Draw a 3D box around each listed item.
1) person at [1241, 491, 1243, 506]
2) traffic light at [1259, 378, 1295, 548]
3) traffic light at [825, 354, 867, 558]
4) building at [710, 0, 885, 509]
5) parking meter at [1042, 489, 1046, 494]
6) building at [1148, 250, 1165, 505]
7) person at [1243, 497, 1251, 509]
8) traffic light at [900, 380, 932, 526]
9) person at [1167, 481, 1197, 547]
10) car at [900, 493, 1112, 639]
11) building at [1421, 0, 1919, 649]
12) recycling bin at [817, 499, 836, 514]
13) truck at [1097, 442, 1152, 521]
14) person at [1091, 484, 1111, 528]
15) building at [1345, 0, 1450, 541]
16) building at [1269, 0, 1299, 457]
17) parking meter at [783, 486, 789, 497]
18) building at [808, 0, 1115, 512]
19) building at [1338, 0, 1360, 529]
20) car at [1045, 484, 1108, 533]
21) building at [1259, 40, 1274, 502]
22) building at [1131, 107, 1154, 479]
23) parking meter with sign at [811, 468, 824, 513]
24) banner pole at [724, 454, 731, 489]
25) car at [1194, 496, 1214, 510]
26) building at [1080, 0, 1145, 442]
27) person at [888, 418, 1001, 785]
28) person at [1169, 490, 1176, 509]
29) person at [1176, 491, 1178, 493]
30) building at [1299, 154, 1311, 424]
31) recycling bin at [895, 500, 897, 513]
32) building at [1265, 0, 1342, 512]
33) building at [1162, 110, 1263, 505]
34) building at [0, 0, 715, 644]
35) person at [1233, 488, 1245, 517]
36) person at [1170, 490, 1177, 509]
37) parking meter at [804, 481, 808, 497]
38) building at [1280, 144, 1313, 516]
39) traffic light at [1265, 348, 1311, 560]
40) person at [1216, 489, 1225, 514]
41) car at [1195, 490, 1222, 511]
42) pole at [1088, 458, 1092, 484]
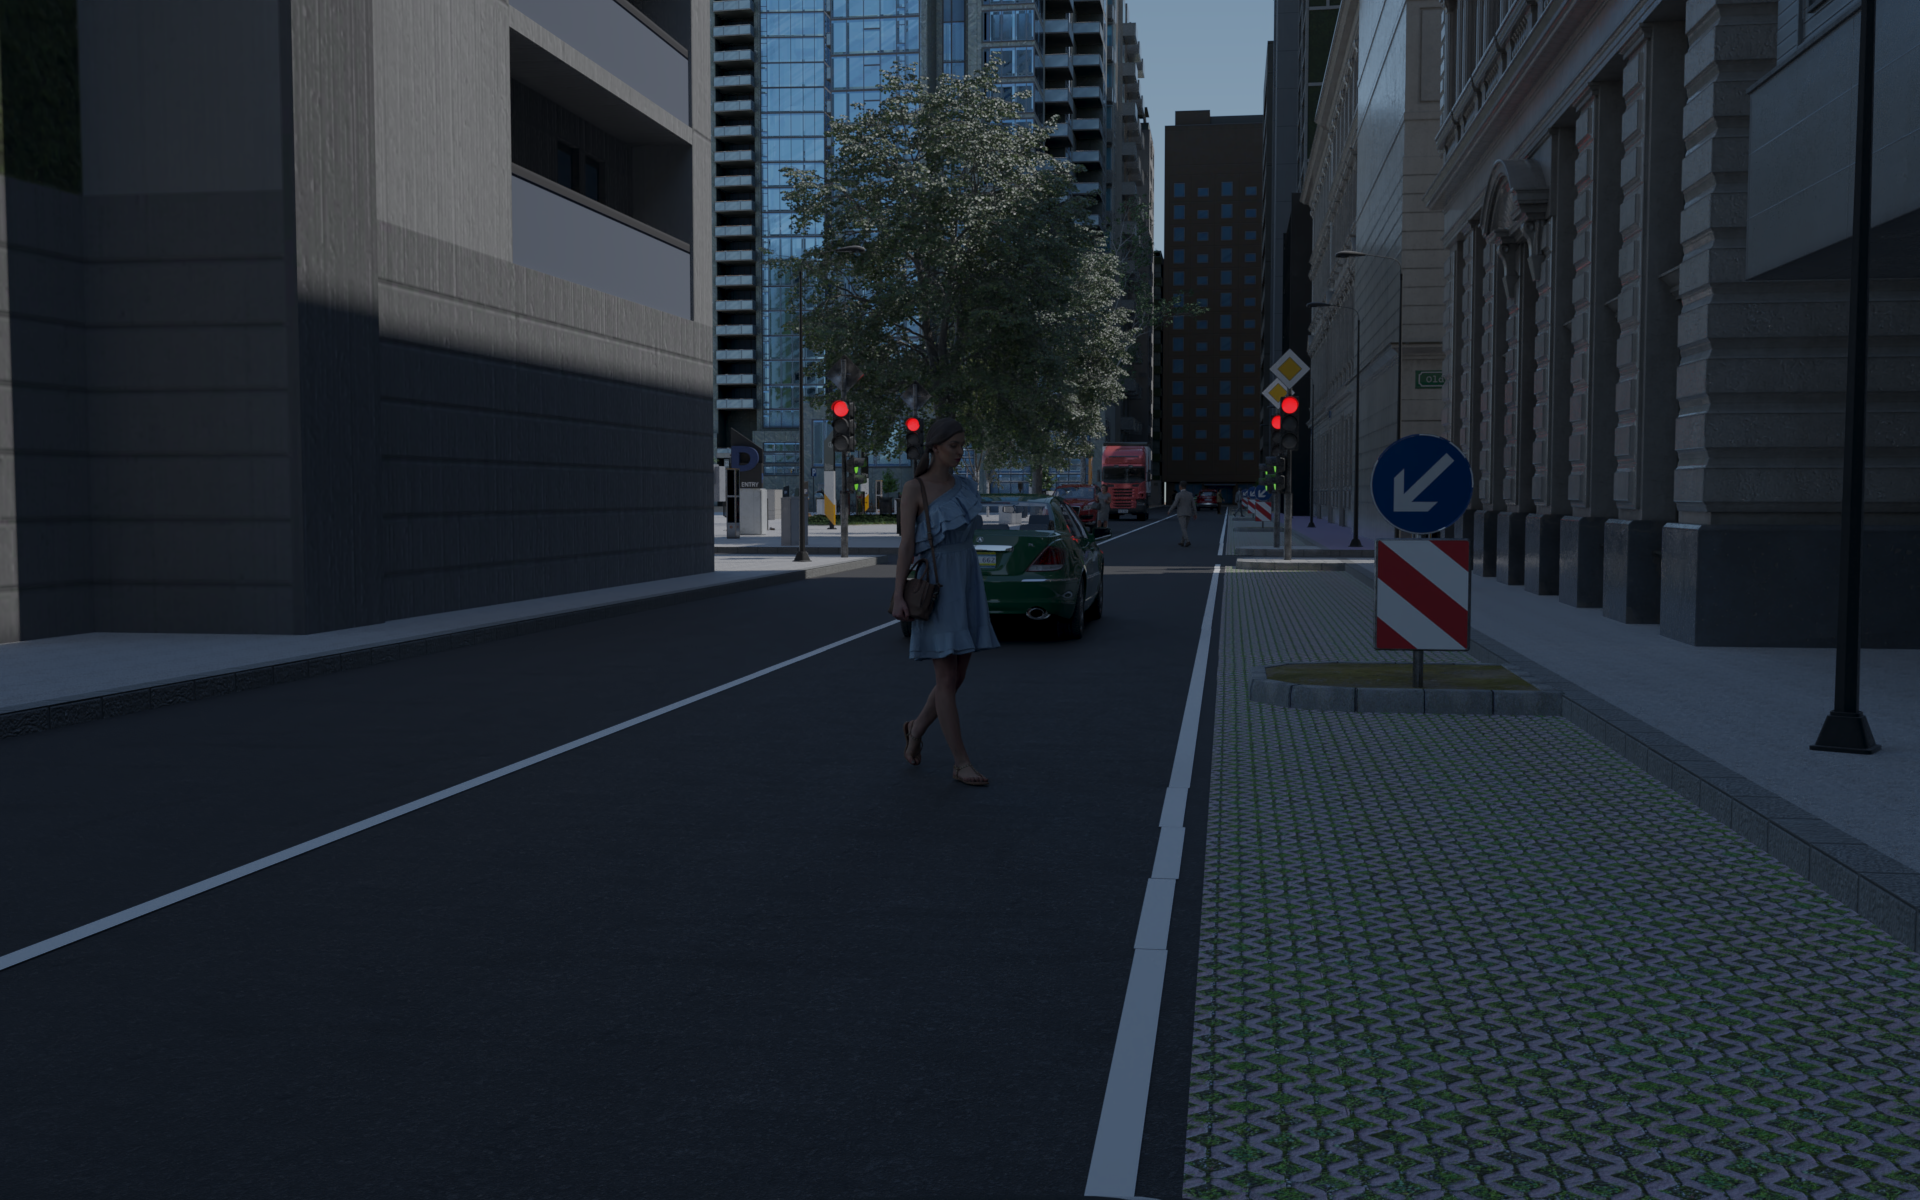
[{"bbox_3d":[26.945,-9.531,165.051,1.217,1.743,0.721,3,4,38],"label":"person"},{"bbox_3d":[7.574,-3.211,41.423,0.839,4.253,0.868,1,4,9],"label":"traffic light"},{"bbox_3d":[-2.315,-2.810,34.862,0.839,4.253,0.868,1,4,9],"label":"traffic light"},{"bbox_3d":[-23.380,-53.413,185.967,31.000,86.520,22.319,1,4,9],"label":"building"},{"bbox_3d":[3.848,-4.432,80.873,0.372,1.533,0.369,0,3,0],"label":"parking meter"},{"bbox_3d":[17.470,-26.650,207.420,14.107,30.474,14.160,1,4,9],"label":"building"},{"bbox_3d":[24.374,-8.549,148.285,1.348,1.824,0.705,-3,4,-39],"label":"person"},{"bbox_3d":[-1.085,-3.292,42.752,0.839,4.253,0.868,1,4,9],"label":"traffic light"},{"bbox_3d":[6.097,-2.349,47.176,0.678,1.792,0.850,-2,4,-25],"label":"person"},{"bbox_3d":[0.533,-0.420,18.659,2.131,1.459,4.920,1,4,9],"label":"car"},{"bbox_3d":[12.330,-11.826,22.230,11.050,23.489,19.941,1,4,9],"label":"building"},{"bbox_3d":[-6.357,-4.274,82.438,0.722,1.027,0.722,-2,4,-27],"label":"recycling bin"},{"bbox_3d":[9.208,-6.532,95.708,2.839,4.237,11.283,0,4,7],"label":"truck"},{"bbox_3d":[4.857,-3.123,59.912,0.716,1.782,0.532,1,4,20],"label":"person"},{"bbox_3d":[32.811,-16.419,44.862,44.131,29.872,17.030,1,4,9],"label":"building"},{"bbox_3d":[38.123,-37.335,152.431,21.231,58.520,28.212,1,4,9],"label":"building"},{"bbox_3d":[-11.989,-6.956,119.434,0.399,1.863,0.255,1,4,15],"label":"parking meter"},{"bbox_3d":[1.210,-50.137,132.416,22.319,86.520,31.000,1,4,9],"label":"building"},{"bbox_3d":[20.092,-14.136,67.276,11.583,22.565,21.152,1,4,9],"label":"building"},{"bbox_3d":[4.355,-3.428,64.717,2.281,1.827,5.304,1,4,11],"label":"car"},{"bbox_3d":[41.849,-33.860,177.316,21.300,48.544,21.600,1,4,9],"label":"building"},{"bbox_3d":[13.679,-30.733,186.080,14.086,41.232,14.154,1,4,9],"label":"building"},{"bbox_3d":[-9.152,-7.354,116.496,1.738,3.016,0.543,2,4,28],"label":"parking meter with sign"},{"bbox_3d":[-14.521,-7.255,108.639,0.863,3.779,0.401,3,5,43],"label":"banner pole"},{"bbox_3d":[22.110,-9.078,157.213,1.959,1.807,4.718,1,4,10],"label":"car"},{"bbox_3d":[5.821,-33.289,163.883,23.786,49.044,30.456,1,4,9],"label":"building"},{"bbox_3d":[-0.124,-0.008,8.720,0.616,1.811,0.778,-2,4,-35],"label":"person"},{"bbox_3d":[20.737,-9.762,168.113,0.705,1.822,1.348,2,4,35],"label":"person"},{"bbox_3d":[21.246,-9.875,170.671,0.721,1.736,1.217,1,4,8],"label":"person"},{"bbox_3d":[23.570,-15.431,88.455,11.583,22.565,21.152,1,4,9],"label":"building"},{"bbox_3d":[-3.284,-5.138,96.554,0.722,1.027,0.722,0,4,-2],"label":"recycling bin"},{"bbox_3d":[33.530,-42.190,128.057,20.563,71.187,20.611,1,4,9],"label":"building"},{"bbox_3d":[31.459,-33.927,204.819,14.200,45.320,14.600,1,4,9],"label":"building"},{"bbox_3d":[-18.572,-29.511,24.511,28.212,58.520,21.231,1,4,9],"label":"building"},{"bbox_3d":[17.500,-6.108,108.474,0.850,1.850,0.679,-1,4,-10],"label":"person"},{"bbox_3d":[20.423,-9.512,164.037,1.348,1.821,0.705,2,4,33],"label":"person"},{"bbox_3d":[-6.964,-4.367,77.115,0.255,1.863,0.399,3,5,42],"label":"parking meter"},{"bbox_3d":[26.327,-16.942,106.683,12.332,23.373,15.834,1,4,9],"label":"building"},{"bbox_3d":[6.344,-2.729,33.533,0.839,4.253,0.868,1,4,9],"label":"traffic light"},{"bbox_3d":[18.437,-6.993,122.931,0.705,1.812,1.348,-1,4,-13],"label":"person"},{"bbox_3d":[21.100,-8.468,147.117,2.281,1.827,5.304,1,4,8],"label":"car"},{"bbox_3d":[7.119,-6.165,94.641,0.158,3.312,0.155,0,3,0],"label":"pole"}]
